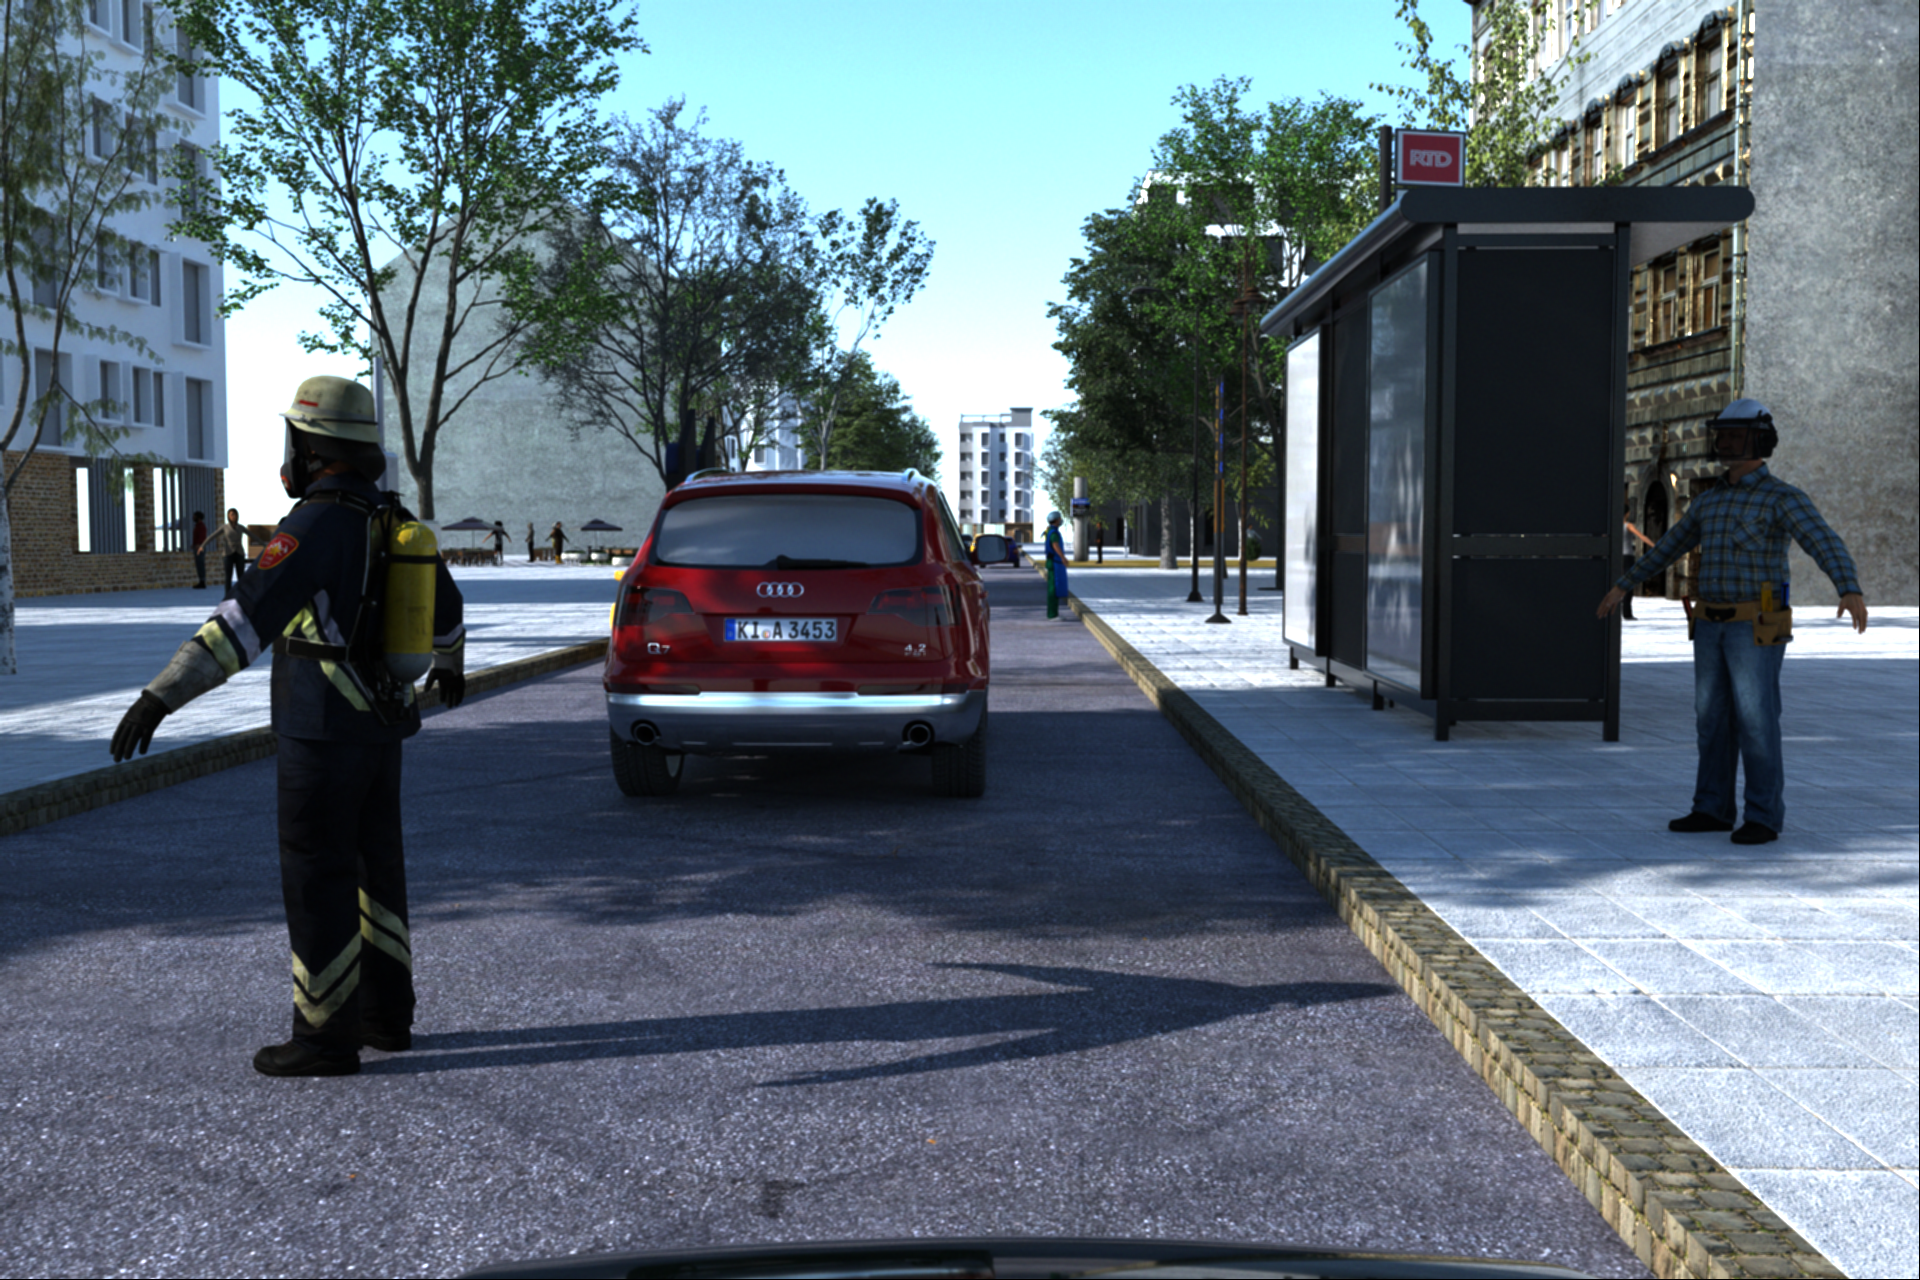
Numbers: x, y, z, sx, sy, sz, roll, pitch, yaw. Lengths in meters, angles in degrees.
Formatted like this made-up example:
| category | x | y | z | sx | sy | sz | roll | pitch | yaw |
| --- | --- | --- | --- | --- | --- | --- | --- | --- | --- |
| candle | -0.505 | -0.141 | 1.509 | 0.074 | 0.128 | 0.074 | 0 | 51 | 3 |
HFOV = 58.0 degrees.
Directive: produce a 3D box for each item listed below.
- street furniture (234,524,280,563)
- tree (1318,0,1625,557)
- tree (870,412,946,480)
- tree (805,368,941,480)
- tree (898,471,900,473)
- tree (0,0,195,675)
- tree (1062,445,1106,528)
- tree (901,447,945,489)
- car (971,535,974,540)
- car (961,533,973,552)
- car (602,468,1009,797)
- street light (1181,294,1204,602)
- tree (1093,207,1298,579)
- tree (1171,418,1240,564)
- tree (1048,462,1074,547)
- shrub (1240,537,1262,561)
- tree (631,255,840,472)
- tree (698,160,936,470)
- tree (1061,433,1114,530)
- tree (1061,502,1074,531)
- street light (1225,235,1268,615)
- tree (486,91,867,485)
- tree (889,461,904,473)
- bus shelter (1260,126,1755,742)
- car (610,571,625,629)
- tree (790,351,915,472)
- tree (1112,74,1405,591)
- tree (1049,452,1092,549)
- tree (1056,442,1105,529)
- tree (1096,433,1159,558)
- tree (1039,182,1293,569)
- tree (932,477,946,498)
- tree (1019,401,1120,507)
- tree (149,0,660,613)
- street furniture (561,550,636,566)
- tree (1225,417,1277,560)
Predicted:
| category | x | y | z | sx | sy | sz | roll | pitch | yaw |
| --- | --- | --- | --- | --- | --- | --- | --- | --- | --- |
| street furniture | -28.574 | -4.455 | 79.701 | 9.812 | 1.723 | 11.010 | 0 | 4 | 1 |
| tree | 6.530 | -4.417 | 22.578 | 4.737 | 8.622 | 4.395 | 0 | 3 | 0 |
| tree | -5.096 | -13.623 | 148.487 | 9.928 | 11.665 | 9.643 | 0 | 3 | 0 |
| tree | -6.167 | -13.267 | 127.288 | 12.009 | 13.543 | 11.850 | 0 | 3 | 0 |
| tree | -4.945 | -12.990 | 162.749 | 4.360 | 8.622 | 3.978 | 0 | 3 | 0 |
| tree | -8.768 | -4.005 | 15.837 | 4.360 | 8.622 | 3.978 | 0 | 3 | 0 |
| tree | 9.947 | -11.364 | 136.168 | 4.737 | 8.622 | 4.395 | 0 | 3 | 0 |
| tree | -5.326 | -15.010 | 171.171 | 9.928 | 11.665 | 9.643 | 0 | 3 | 0 |
| car | 0.288 | -7.316 | 131.980 | 2.083 | 1.381 | 4.827 | 0 | 4 | 2 |
| car | 0.131 | -6.719 | 119.639 | 2.009 | 1.686 | 4.222 | 0 | 4 | 2 |
| car | -0.828 | -0.142 | 10.991 | 2.281 | 1.827 | 5.304 | 0 | 4 | 1 |
| street light | 4.997 | -3.676 | 32.642 | 1.470 | 5.913 | 1.316 | 0 | 4 | 1 |
| tree | 7.244 | -7.049 | 49.666 | 7.601 | 10.594 | 8.767 | 1 | 4 | 15 |
| tree | 9.796 | -7.541 | 73.661 | 4.360 | 8.622 | 3.978 | 0 | 3 | 0 |
| tree | 10.279 | -13.349 | 168.624 | 4.737 | 8.622 | 4.395 | 0 | 3 | 0 |
| shrub | 13.667 | -4.294 | 81.316 | 1.383 | 1.207 | 1.383 | 0 | 3 | 0 |
| tree | -8.186 | -8.406 | 63.194 | 9.928 | 11.665 | 9.643 | 0 | 3 | 0 |
| tree | -8.483 | -14.305 | 89.768 | 12.611 | 20.169 | 13.585 | 0 | 3 | 0 |
| tree | 8.486 | -9.980 | 113.537 | 4.737 | 8.622 | 4.395 | 0 | 3 | 0 |
| tree | 17.229 | -19.053 | 261.871 | 4.737 | 8.622 | 4.395 | 0 | 3 | 0 |
| street light | 4.468 | -3.327 | 27.192 | 0.468 | 5.910 | 1.993 | 0 | 4 | 1 |
| tree | -8.245 | -8.481 | 49.033 | 12.009 | 13.543 | 11.850 | 0 | 3 | 0 |
| tree | -6.072 | -11.469 | 137.873 | 4.360 | 8.622 | 3.978 | 0 | 3 | 0 |
| bus shelter | 3.875 | -2.274 | 14.808 | 2.179 | 5.291 | 8.768 | 0 | 4 | 2 |
| car | -2.902 | -0.612 | 20.237 | 2.015 | 1.641 | 3.980 | 0 | 4 | 2 |
| tree | -6.605 | -11.563 | 107.187 | 7.486 | 12.596 | 7.792 | 0 | 3 | 0 |
| tree | 7.308 | -6.947 | 39.341 | 9.928 | 11.665 | 9.643 | 0 | 3 | 0 |
| tree | 9.612 | -12.029 | 147.036 | 4.360 | 8.622 | 3.978 | 0 | 3 | 0 |
| tree | 9.115 | -10.884 | 128.316 | 4.360 | 8.622 | 3.978 | 0 | 3 | 0 |
| tree | 9.019 | -8.632 | 91.500 | 4.737 | 8.622 | 4.395 | 0 | 3 | 0 |
| tree | 7.554 | -9.537 | 62.588 | 9.857 | 13.997 | 8.962 | 0 | 3 | 0 |
| tree | -5.560 | -19.851 | 258.975 | 7.601 | 10.594 | 8.767 | 1 | 4 | 10 |
| tree | 10.566 | -14.989 | 155.434 | 12.009 | 13.543 | 11.850 | 0 | 3 | 0 |
| tree | -8.708 | -6.233 | 27.666 | 9.928 | 11.665 | 9.643 | 0 | 3 | 0 |
| street furniture | -11.231 | -3.358 | 70.524 | 10.072 | 0.657 | 5.734 | 1 | 4 | 17 |
| tree | 13.741 | -8.182 | 84.145 | 4.737 | 8.622 | 4.395 | 0 | 3 | 0 |
